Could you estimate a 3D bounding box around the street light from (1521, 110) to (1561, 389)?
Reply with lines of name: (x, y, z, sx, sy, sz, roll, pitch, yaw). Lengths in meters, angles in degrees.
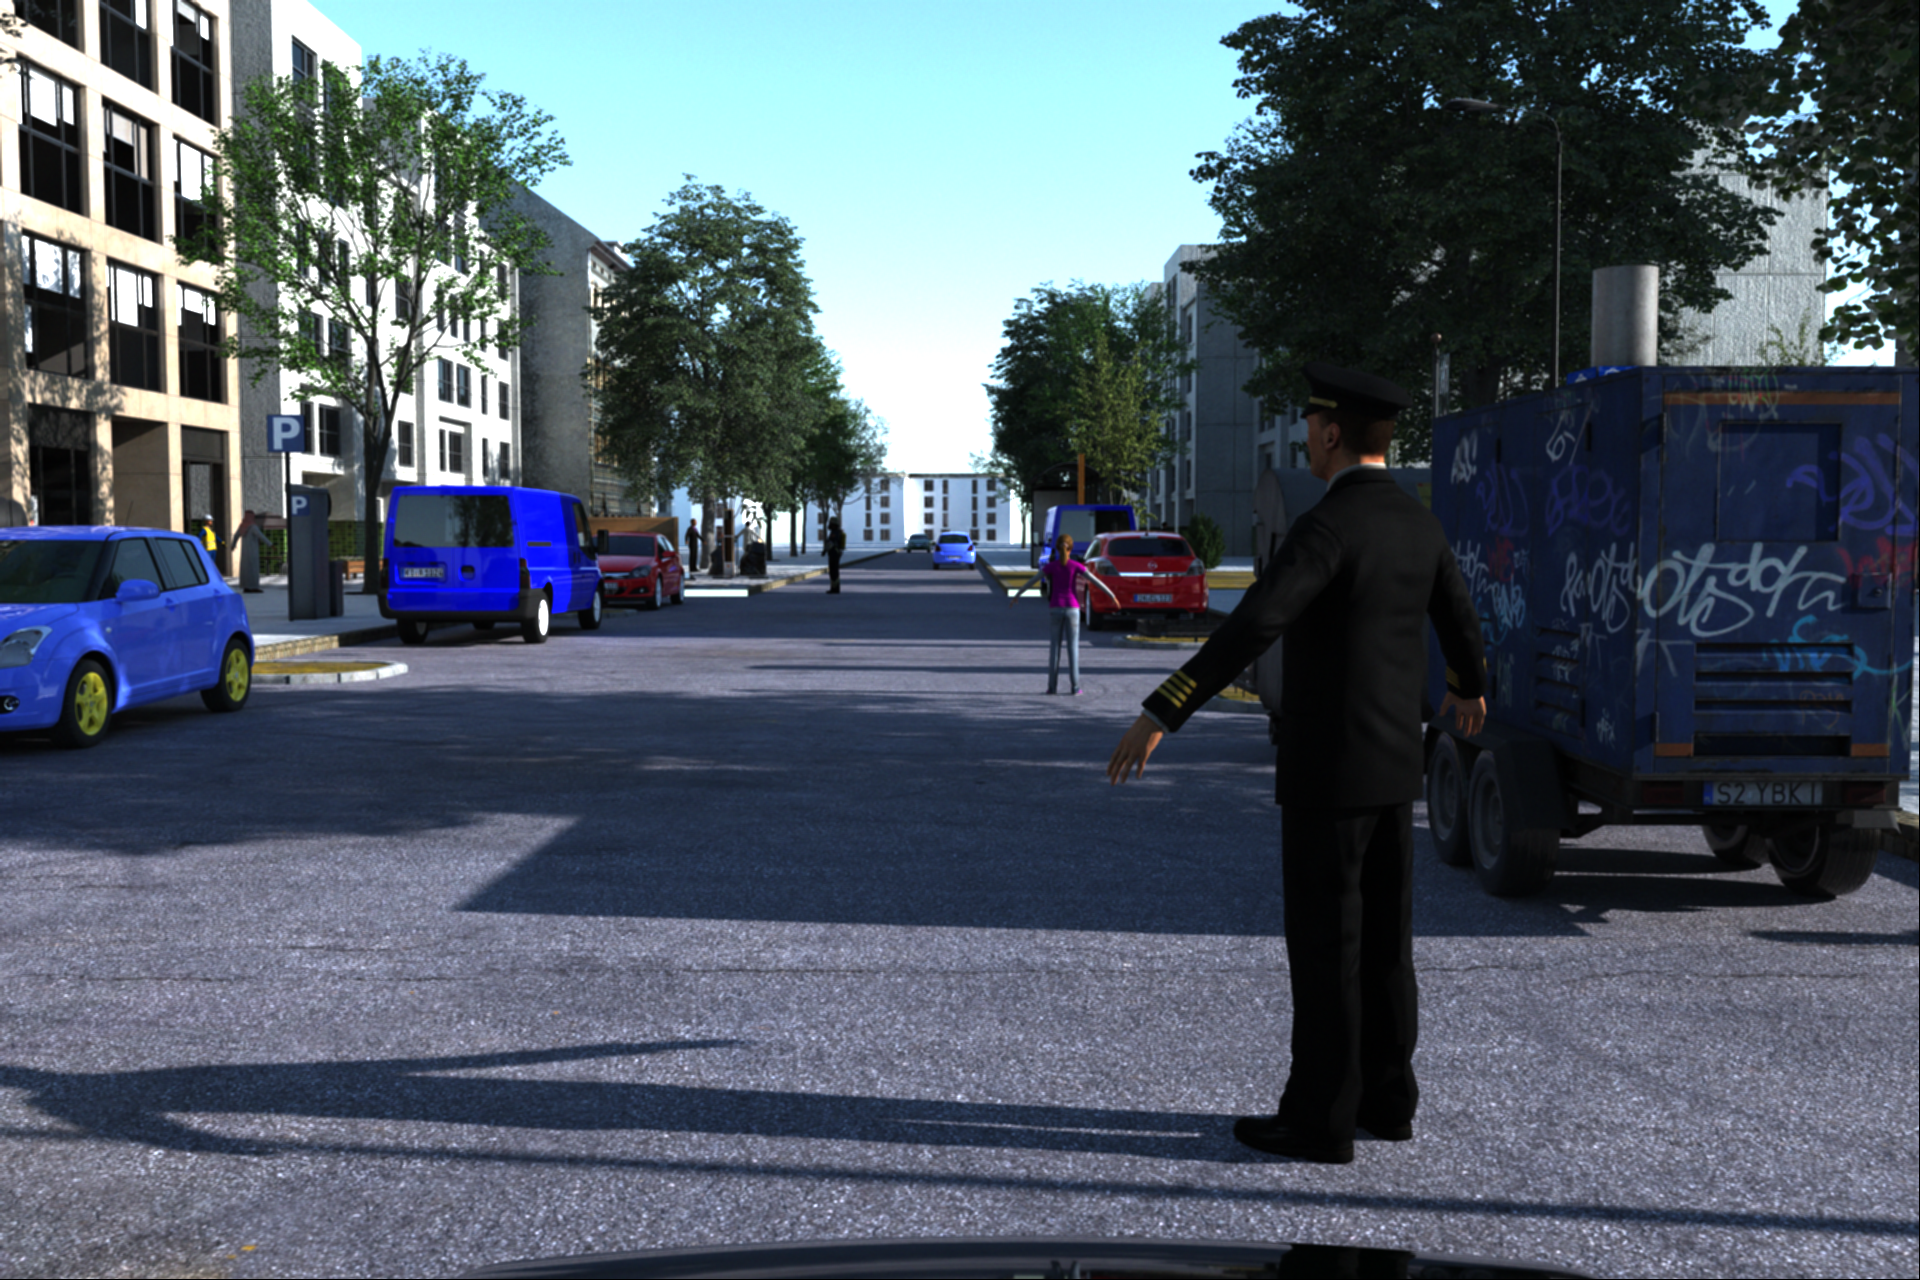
street light: (6.938, -2.821, 18.660, 1.470, 5.913, 1.316, 0, 4, 0)

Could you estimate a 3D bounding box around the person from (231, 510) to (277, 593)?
person: (-15.481, -1.938, 37.834, 1.347, 1.811, 0.704, 2, 4, 27)

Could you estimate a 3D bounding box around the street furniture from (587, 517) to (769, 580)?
street furniture: (-10.717, -2.317, 44.743, 11.010, 1.723, 9.812, -1, 4, -10)

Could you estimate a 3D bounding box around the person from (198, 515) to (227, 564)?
person: (-18.861, -2.275, 43.661, 0.721, 1.772, 1.216, 0, 4, 6)

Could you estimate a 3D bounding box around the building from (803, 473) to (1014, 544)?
building: (-6.830, -17.829, 236.115, 28.070, 9.664, 9.099, 0, 4, 7)

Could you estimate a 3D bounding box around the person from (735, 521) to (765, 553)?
person: (-8.475, -3.863, 69.341, 1.347, 1.806, 0.705, 1, 4, 12)

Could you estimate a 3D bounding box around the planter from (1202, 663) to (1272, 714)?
planter: (2.997, 0.397, 14.655, 1.991, 0.319, 1.994, 0, 4, -1)

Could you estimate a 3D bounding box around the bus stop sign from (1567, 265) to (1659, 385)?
bus stop sign: (6.612, -1.731, 17.326, 0.837, 3.901, 0.837, 0, 4, 0)

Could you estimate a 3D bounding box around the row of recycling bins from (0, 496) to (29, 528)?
row of recycling bins: (-9.593, -0.526, 15.721, 1.069, 1.692, 3.534, 0, 4, 1)

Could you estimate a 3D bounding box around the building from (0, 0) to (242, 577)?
building: (-29.504, -13.903, 30.520, 19.350, 26.588, 34.151, 0, 4, 0)

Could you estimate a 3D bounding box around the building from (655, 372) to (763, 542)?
building: (-29.624, -21.245, 203.781, 16.016, 20.090, 11.380, 0, 4, -1)

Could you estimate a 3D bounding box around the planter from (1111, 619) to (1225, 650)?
planter: (2.982, -0.074, 22.347, 1.991, 0.319, 1.994, 0, 4, 0)

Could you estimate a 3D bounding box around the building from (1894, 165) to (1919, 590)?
building: (25.129, -11.044, 28.793, 9.793, 21.092, 18.267, 0, 4, 0)

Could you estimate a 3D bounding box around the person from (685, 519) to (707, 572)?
person: (-9.014, -3.211, 58.730, 0.704, 1.802, 1.346, 1, 4, 20)

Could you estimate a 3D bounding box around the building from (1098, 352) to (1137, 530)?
building: (22.483, -18.404, 167.365, 16.747, 18.905, 31.486, 0, 4, -1)

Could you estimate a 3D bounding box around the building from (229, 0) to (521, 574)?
building: (-30.134, -12.476, 70.433, 16.747, 18.905, 31.486, 0, 4, -1)

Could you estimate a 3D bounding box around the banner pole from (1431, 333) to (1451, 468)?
banner pole: (5.921, -1.921, 21.426, 0.401, 3.779, 0.863, 0, 4, 0)

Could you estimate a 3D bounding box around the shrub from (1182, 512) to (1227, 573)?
shrub: (8.013, -3.284, 57.739, 1.661, 2.075, 1.752, 0, 3, 0)

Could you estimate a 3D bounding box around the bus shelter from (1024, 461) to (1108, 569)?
bus shelter: (3.046, -3.496, 51.086, 2.014, 3.302, 5.546, 0, 4, -1)

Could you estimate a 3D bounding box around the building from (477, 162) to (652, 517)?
building: (-28.256, -16.300, 97.432, 19.493, 23.208, 18.063, 0, 4, -1)

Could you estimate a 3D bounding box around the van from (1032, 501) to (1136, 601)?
van: (2.792, -2.083, 38.438, 2.240, 2.365, 5.245, 0, 4, 0)

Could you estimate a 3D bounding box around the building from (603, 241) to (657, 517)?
building: (-27.059, -15.696, 113.043, 16.016, 20.090, 11.380, 0, 3, 0)

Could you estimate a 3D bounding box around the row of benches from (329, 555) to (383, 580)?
row of benches: (-17.014, -2.113, 50.007, 1.422, 0.672, 4.104, 1, 4, 9)

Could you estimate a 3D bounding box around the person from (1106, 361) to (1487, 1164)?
person: (0.889, 0.265, 4.065, 1.347, 1.837, 0.705, -3, 5, -41)

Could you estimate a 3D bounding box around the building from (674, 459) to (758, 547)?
building: (-25.644, -14.682, 182.204, 9.099, 9.664, 28.070, 0, 4, -1)

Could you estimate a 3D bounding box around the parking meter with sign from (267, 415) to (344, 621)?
parking meter with sign: (-9.845, -1.831, 26.204, 0.543, 3.016, 1.738, 0, 4, -1)

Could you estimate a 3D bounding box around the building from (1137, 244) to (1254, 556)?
building: (21.763, -15.167, 114.446, 16.747, 18.905, 31.486, 0, 4, 0)

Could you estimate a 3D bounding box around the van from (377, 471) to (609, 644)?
van: (-6.371, -1.218, 24.301, 2.240, 2.365, 5.245, 0, 4, 0)

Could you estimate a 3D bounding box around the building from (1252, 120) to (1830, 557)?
building: (25.080, -13.228, 82.728, 16.747, 18.905, 31.486, 0, 4, 0)

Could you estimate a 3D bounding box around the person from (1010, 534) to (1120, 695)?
person: (0.936, -0.231, 15.503, 0.991, 1.433, 0.599, 0, 4, 6)

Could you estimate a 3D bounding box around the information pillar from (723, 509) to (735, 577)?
information pillar: (-6.843, -2.862, 51.279, 0.304, 2.012, 0.304, 0, 3, 0)

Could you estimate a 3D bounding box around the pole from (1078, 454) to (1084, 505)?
pole: (3.085, -3.081, 44.220, 0.158, 3.312, 0.155, 0, 3, 0)

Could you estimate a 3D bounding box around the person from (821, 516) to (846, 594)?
person: (-3.058, -2.048, 41.723, 0.705, 1.856, 1.354, 1, 4, 10)

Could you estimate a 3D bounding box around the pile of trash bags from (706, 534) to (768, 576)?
pile of trash bags: (-6.998, -2.701, 53.912, 1.912, 1.369, 3.447, 0, 4, 0)

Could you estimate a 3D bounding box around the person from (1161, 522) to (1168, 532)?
person: (8.952, -4.242, 75.537, 0.705, 1.806, 1.347, 0, 4, -6)
